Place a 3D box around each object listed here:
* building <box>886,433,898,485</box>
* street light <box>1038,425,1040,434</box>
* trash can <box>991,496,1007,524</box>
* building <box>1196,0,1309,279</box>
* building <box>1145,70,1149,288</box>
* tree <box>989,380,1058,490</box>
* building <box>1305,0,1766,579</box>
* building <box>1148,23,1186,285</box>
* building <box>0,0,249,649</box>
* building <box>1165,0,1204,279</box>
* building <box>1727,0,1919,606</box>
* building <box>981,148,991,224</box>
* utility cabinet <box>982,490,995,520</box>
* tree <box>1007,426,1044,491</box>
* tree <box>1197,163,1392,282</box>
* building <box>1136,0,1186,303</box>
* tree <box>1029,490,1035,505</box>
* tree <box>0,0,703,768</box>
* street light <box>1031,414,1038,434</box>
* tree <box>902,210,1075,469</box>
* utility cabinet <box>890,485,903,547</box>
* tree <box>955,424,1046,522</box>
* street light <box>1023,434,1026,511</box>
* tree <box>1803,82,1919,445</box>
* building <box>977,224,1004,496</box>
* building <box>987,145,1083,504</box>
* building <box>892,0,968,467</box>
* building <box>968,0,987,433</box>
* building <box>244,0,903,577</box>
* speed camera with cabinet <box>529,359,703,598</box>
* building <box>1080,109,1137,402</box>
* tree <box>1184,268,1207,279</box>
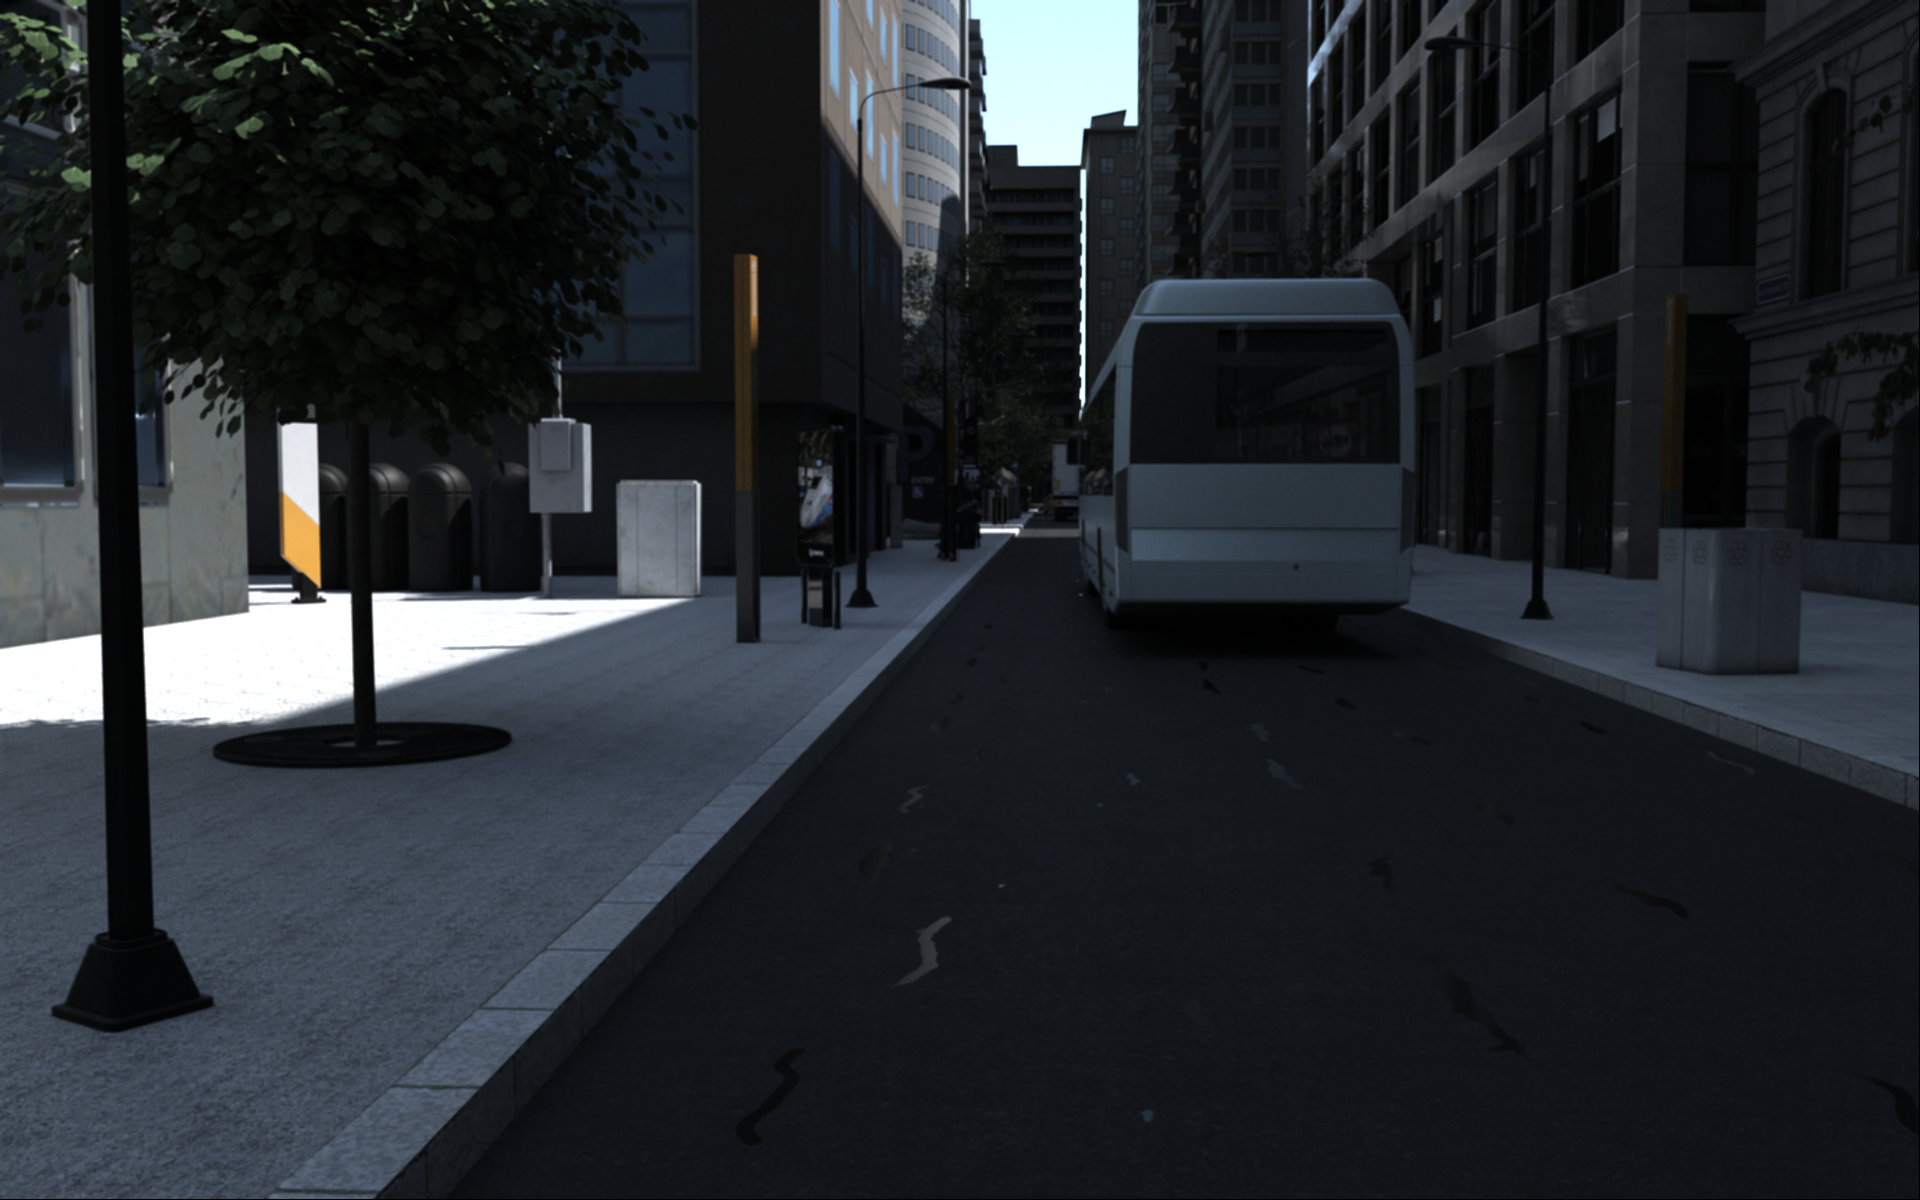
[{"bbox_3d":[-11.698,-39.422,82.798,20.563,71.187,20.611,0,4,3],"label":"building"},{"bbox_3d":[3.769,-7.834,100.626,1.470,5.913,1.316,0,4,3],"label":"street light"},{"bbox_3d":[1.689,-3.814,74.017,0.748,1.137,0.748,0,3,0],"label":"trash can"},{"bbox_3d":[24.990,-24.313,89.398,23.993,40.220,32.217,0,4,3],"label":"building"},{"bbox_3d":[25.371,-31.715,168.658,14.600,45.320,14.200,0,4,3],"label":"building"},{"bbox_3d":[3.846,-9.873,111.791,4.360,8.622,3.978,0,3,0],"label":"tree"},{"bbox_3d":[20.526,-14.506,41.683,19.350,26.468,34.151,0,4,3],"label":"building"},{"bbox_3d":[23.691,-28.793,154.352,14.154,41.232,14.086,0,4,3],"label":"building"},{"bbox_3d":[-17.683,-42.111,1.180,22.319,86.520,31.000,0,4,3],"label":"building"},{"bbox_3d":[26.235,-28.710,124.028,22.147,44.769,28.867,0,4,3],"label":"building"},{"bbox_3d":[15.542,-11.504,7.182,14.460,24.649,34.723,0,4,3],"label":"building"},{"bbox_3d":[-9.284,-33.864,208.306,28.867,44.769,22.147,0,4,3],"label":"building"},{"bbox_3d":[1.371,-4.680,85.189,0.318,1.500,1.173,-1,4,-19],"label":"utility cabinet"},{"bbox_3d":[5.810,-12.811,159.827,4.737,8.622,4.395,0,3,0],"label":"tree"},{"bbox_3d":[7.379,-5.355,37.911,4.360,8.622,3.978,0,3,0],"label":"tree"},{"bbox_3d":[29.568,-46.971,206.233,20.563,71.187,20.611,0,4,3],"label":"building"},{"bbox_3d":[8.194,-12.917,205.793,1.663,3.219,1.824,0,3,0],"label":"tree"},{"bbox_3d":[-2.936,-1.527,8.674,4.285,4.588,4.351,0,3,0],"label":"tree"},{"bbox_3d":[2.971,-6.923,85.738,1.470,5.913,1.316,0,4,3],"label":"street light"},{"bbox_3d":[0.218,-7.472,56.573,7.601,10.594,8.767,0,4,-7],"label":"tree"},{"bbox_3d":[-1.522,-2.011,41.567,0.318,1.500,1.173,0,4,-2],"label":"utility cabinet"},{"bbox_3d":[1.115,-5.891,80.030,4.285,4.588,4.351,0,3,0],"label":"tree"},{"bbox_3d":[2.023,-6.022,71.002,1.470,5.913,1.316,0,4,3],"label":"street light"},{"bbox_3d":[5.372,-3.487,7.370,4.360,8.622,3.978,0,3,0],"label":"tree"},{"bbox_3d":[-2.560,-25.240,184.378,14.160,30.474,14.107,0,4,3],"label":"building"},{"bbox_3d":[6.187,-37.878,243.005,21.600,48.544,21.300,0,4,3],"label":"building"},{"bbox_3d":[-10.601,-35.142,116.574,21.231,58.520,28.212,0,4,3],"label":"building"},{"bbox_3d":[-8.870,-33.155,161.697,23.786,49.044,30.456,0,4,3],"label":"building"},{"bbox_3d":[-8.607,-23.390,32.540,14.600,45.320,14.200,0,4,3],"label":"building"},{"bbox_3d":[-4.252,-1.658,21.452,2.038,3.252,0.660,0,4,-2],"label":"speed camera with cabinet"},{"bbox_3d":[30.899,-40.126,245.301,27.495,52.752,28.713,0,4,3],"label":"building"},{"bbox_3d":[8.070,-6.461,55.993,4.737,8.622,4.395,0,3,0],"label":"tree"}]
